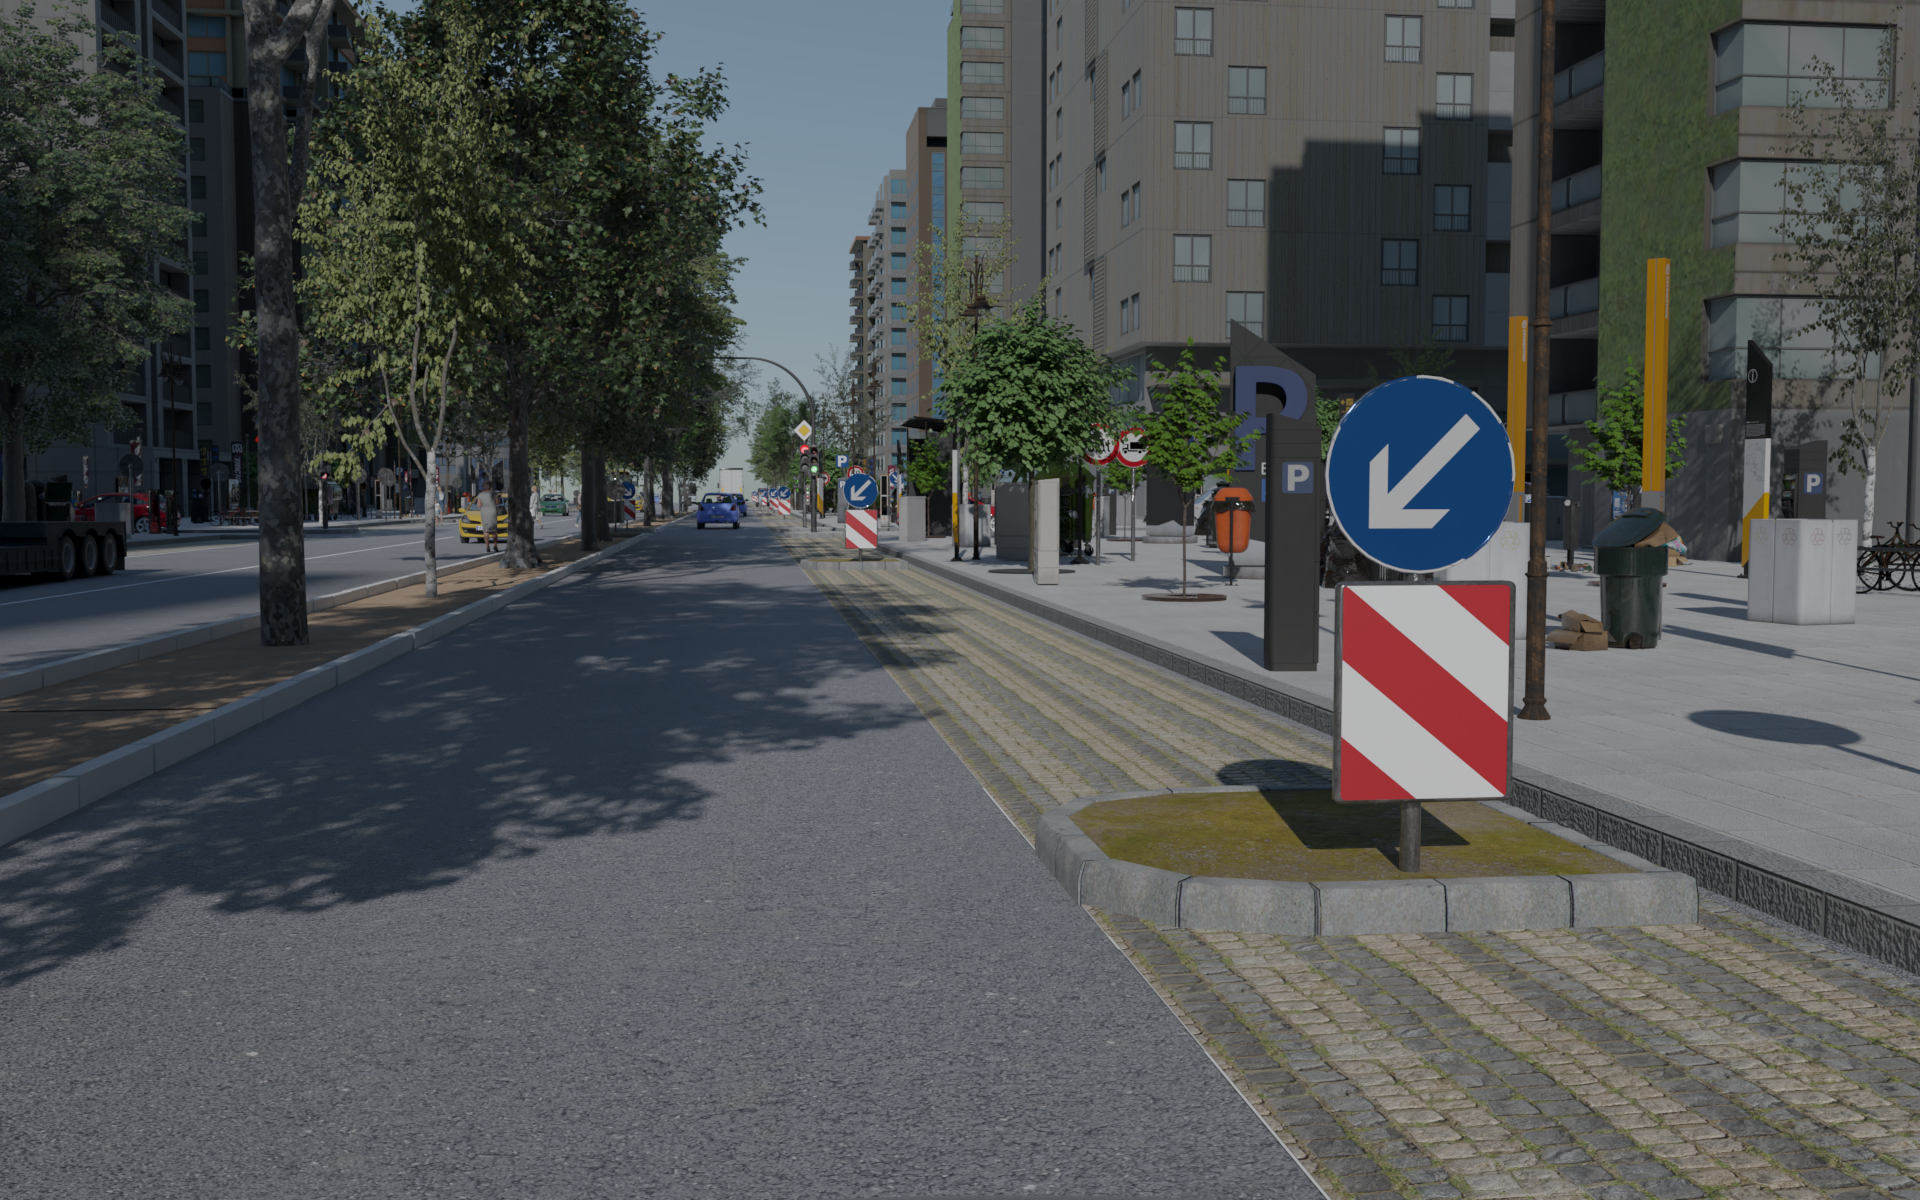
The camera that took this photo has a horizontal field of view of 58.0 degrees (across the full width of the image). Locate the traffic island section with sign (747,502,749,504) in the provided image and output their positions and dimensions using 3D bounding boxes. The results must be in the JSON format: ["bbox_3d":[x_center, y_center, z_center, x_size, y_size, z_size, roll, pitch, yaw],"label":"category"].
[{"bbox_3d":[-22.195,-11.160,191.101,1.989,1.847,2.006,0,4,-7],"label":"traffic island section with sign"}]

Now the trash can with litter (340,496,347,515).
[{"bbox_3d":[-37.754,-5.813,106.106,1.678,1.210,2.233,0,4,-1],"label":"trash can with litter"}]

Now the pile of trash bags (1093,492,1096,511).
[{"bbox_3d":[5.699,-4.616,85.220,1.912,1.369,3.447,3,4,36],"label":"pile of trash bags"}]

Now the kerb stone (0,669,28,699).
[{"bbox_3d":[-6.746,0.610,12.228,0.120,0.150,1.000,0,4,-7],"label":"kerb stone"}]

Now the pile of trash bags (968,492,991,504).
[{"bbox_3d":[1.203,-5.081,92.821,1.912,1.369,3.447,-3,4,-38],"label":"pile of trash bags"}]

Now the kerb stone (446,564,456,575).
[{"bbox_3d":[-9.083,-0.510,30.540,0.120,0.150,1.000,0,4,-7],"label":"kerb stone"}]

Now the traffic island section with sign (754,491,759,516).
[{"bbox_3d":[-12.484,-6.509,115.048,1.989,1.847,2.006,0,4,-7],"label":"traffic island section with sign"}]

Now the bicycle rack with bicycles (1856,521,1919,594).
[{"bbox_3d":[12.266,-0.544,22.275,2.852,0.926,2.925,-3,4,-38],"label":"bicycle rack with bicycles"}]

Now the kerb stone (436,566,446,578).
[{"bbox_3d":[-8.955,-0.448,29.526,0.120,0.150,1.000,0,4,-7],"label":"kerb stone"}]

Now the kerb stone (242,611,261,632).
[{"bbox_3d":[-7.522,0.244,18.318,0.120,0.150,1.000,0,4,-7],"label":"kerb stone"}]

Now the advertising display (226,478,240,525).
[{"bbox_3d":[-29.967,-4.048,71.400,0.123,1.923,0.974,0,4,2],"label":"advertising display"}]

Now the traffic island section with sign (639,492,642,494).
[{"bbox_3d":[-49.872,-16.080,271.527,1.989,1.847,2.006,0,4,-7],"label":"traffic island section with sign"}]

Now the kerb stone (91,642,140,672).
[{"bbox_3d":[-7.006,0.486,14.259,0.120,0.150,1.000,0,4,-7],"label":"kerb stone"}]

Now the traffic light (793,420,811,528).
[{"bbox_3d":[-5.924,-4.698,65.740,0.839,4.253,0.868,0,4,-7],"label":"traffic light"}]

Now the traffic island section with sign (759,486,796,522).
[{"bbox_3d":[-9.072,-4.867,88.204,1.989,1.847,2.006,0,4,-7],"label":"traffic island section with sign"}]

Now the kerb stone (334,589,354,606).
[{"bbox_3d":[-8.037,-0.008,22.391,0.120,0.150,1.000,0,4,-7],"label":"kerb stone"}]

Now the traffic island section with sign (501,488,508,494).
[{"bbox_3d":[-29.659,-6.390,113.105,1.989,1.847,2.006,0,4,-7],"label":"traffic island section with sign"}]

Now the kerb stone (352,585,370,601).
[{"bbox_3d":[-8.176,-0.074,23.407,0.120,0.150,1.000,0,4,-7],"label":"kerb stone"}]

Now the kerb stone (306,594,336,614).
[{"bbox_3d":[-7.911,0.050,21.374,0.120,0.150,1.000,0,4,-7],"label":"kerb stone"}]

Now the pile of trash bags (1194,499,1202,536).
[{"bbox_3d":[8.589,-2.751,54.734,1.912,1.369,3.447,1,4,22],"label":"pile of trash bags"}]

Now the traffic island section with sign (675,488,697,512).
[{"bbox_3d":[-21.912,-8.018,139.225,2.006,1.907,1.989,0,4,-7],"label":"traffic island section with sign"}]

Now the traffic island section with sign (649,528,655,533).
[{"bbox_3d":[-12.393,-3.459,64.690,2.006,1.907,1.989,0,4,-7],"label":"traffic island section with sign"}]

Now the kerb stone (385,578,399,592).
[{"bbox_3d":[-8.440,-0.198,25.445,0.120,0.150,1.000,0,4,-7],"label":"kerb stone"}]

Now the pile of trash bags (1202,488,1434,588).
[{"bbox_3d":[5.224,-0.881,24.151,3.447,1.369,1.912,1,4,13],"label":"pile of trash bags"}]

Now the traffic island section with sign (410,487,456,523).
[{"bbox_3d":[-26.246,-4.755,86.366,1.989,1.847,2.006,0,4,-7],"label":"traffic island section with sign"}]

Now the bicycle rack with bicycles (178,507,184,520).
[{"bbox_3d":[-39.945,-4.421,85.664,2.925,0.926,2.852,-2,4,-35],"label":"bicycle rack with bicycles"}]

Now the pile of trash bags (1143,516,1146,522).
[{"bbox_3d":[9.814,-4.250,79.237,1.912,1.369,3.447,-1,4,-21],"label":"pile of trash bags"}]

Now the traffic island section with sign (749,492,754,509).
[{"bbox_3d":[-18.695,-9.482,163.656,1.989,1.847,2.006,0,4,-7],"label":"traffic island section with sign"}]

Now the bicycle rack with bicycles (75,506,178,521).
[{"bbox_3d":[-36.137,-3.757,74.811,2.852,0.926,2.925,2,4,26],"label":"bicycle rack with bicycles"}]

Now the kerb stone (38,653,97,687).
[{"bbox_3d":[-6.871,0.548,13.243,0.120,0.150,1.000,0,4,-7],"label":"kerb stone"}]

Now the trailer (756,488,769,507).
[{"bbox_3d":[-19.202,-9.899,168.898,1.471,1.999,3.904,-1,4,-8],"label":"trailer"}]

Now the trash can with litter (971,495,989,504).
[{"bbox_3d":[1.146,-5.423,99.722,2.233,1.210,1.678,2,4,28],"label":"trash can with litter"}]

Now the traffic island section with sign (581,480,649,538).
[{"bbox_3d":[-11.465,-3.009,57.341,2.006,1.907,1.989,0,4,-7],"label":"traffic island section with sign"}]

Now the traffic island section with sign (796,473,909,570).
[{"bbox_3d":[-2.072,-1.514,33.389,1.989,1.847,2.006,0,4,-7],"label":"traffic island section with sign"}]

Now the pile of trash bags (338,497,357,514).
[{"bbox_3d":[-40.758,-6.259,112.094,1.912,1.369,3.447,2,4,26],"label":"pile of trash bags"}]

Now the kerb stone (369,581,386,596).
[{"bbox_3d":[-8.301,-0.136,24.427,0.120,0.150,1.000,0,4,-7],"label":"kerb stone"}]

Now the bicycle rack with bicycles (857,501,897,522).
[{"bbox_3d":[-3.726,-4.073,79.977,2.852,0.926,2.925,0,4,-2],"label":"bicycle rack with bicycles"}]

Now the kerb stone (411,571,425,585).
[{"bbox_3d":[-8.686,-0.324,27.488,0.120,0.150,1.000,0,4,-7],"label":"kerb stone"}]

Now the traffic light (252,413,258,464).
[{"bbox_3d":[-22.282,-4.078,55.595,0.839,4.253,0.868,0,4,-7],"label":"traffic light"}]

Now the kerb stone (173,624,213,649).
[{"bbox_3d":[-7.261,0.362,16.288,0.120,0.150,1.000,0,4,-7],"label":"kerb stone"}]

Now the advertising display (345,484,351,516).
[{"bbox_3d":[-35.889,-5.893,101.567,0.123,1.923,0.974,-1,4,-10],"label":"advertising display"}]

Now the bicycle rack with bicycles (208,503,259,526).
[{"bbox_3d":[-28.523,-3.449,69.766,2.925,0.926,2.852,-1,4,-13],"label":"bicycle rack with bicycles"}]

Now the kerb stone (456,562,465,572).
[{"bbox_3d":[-9.213,-0.569,31.554,0.120,0.150,1.000,0,4,-7],"label":"kerb stone"}]

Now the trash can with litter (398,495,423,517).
[{"bbox_3d":[-30.733,-5.272,97.249,1.678,1.210,2.233,1,4,9],"label":"trash can with litter"}]

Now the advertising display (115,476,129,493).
[{"bbox_3d":[-30.649,-3.558,63.391,0.123,1.923,0.974,0,4,-5],"label":"advertising display"}]

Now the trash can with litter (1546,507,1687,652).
[{"bbox_3d":[5.416,-0.180,14.325,1.055,1.170,0.624,-2,4,-28],"label":"trash can with litter"}]

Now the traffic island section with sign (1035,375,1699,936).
[{"bbox_3d":[1.340,0.127,6.548,1.989,1.847,2.006,0,4,-7],"label":"traffic island section with sign"}]

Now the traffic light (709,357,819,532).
[{"bbox_3d":[-6.977,-5.061,57.414,4.771,5.953,1.251,0,4,-7],"label":"traffic light"}]

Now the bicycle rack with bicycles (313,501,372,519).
[{"bbox_3d":[-32.361,-4.771,91.384,2.925,0.926,2.852,3,5,41],"label":"bicycle rack with bicycles"}]

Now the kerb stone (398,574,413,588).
[{"bbox_3d":[-8.557,-0.260,26.462,0.120,0.150,1.000,0,4,-7],"label":"kerb stone"}]

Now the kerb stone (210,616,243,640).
[{"bbox_3d":[-7.391,0.299,17.304,0.120,0.150,1.000,0,4,-7],"label":"kerb stone"}]

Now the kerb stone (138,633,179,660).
[{"bbox_3d":[-7.133,0.427,15.273,0.120,0.150,1.000,0,4,-7],"label":"kerb stone"}]

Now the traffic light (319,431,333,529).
[{"bbox_3d":[-21.229,-5.452,63.814,4.771,5.953,1.251,0,4,-7],"label":"traffic light"}]

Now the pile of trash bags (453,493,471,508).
[{"bbox_3d":[-38.814,-7.464,131.796,1.912,1.369,3.447,3,5,42],"label":"pile of trash bags"}]

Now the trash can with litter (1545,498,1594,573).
[{"bbox_3d":[10.214,-1.107,29.155,1.678,1.210,2.233,1,4,13],"label":"trash can with litter"}]

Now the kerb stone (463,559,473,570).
[{"bbox_3d":[-9.339,-0.635,32.576,0.120,0.150,1.000,0,4,-7],"label":"kerb stone"}]

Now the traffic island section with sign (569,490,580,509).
[{"bbox_3d":[-36.007,-9.436,162.904,1.989,1.847,2.006,0,4,-7],"label":"traffic island section with sign"}]
